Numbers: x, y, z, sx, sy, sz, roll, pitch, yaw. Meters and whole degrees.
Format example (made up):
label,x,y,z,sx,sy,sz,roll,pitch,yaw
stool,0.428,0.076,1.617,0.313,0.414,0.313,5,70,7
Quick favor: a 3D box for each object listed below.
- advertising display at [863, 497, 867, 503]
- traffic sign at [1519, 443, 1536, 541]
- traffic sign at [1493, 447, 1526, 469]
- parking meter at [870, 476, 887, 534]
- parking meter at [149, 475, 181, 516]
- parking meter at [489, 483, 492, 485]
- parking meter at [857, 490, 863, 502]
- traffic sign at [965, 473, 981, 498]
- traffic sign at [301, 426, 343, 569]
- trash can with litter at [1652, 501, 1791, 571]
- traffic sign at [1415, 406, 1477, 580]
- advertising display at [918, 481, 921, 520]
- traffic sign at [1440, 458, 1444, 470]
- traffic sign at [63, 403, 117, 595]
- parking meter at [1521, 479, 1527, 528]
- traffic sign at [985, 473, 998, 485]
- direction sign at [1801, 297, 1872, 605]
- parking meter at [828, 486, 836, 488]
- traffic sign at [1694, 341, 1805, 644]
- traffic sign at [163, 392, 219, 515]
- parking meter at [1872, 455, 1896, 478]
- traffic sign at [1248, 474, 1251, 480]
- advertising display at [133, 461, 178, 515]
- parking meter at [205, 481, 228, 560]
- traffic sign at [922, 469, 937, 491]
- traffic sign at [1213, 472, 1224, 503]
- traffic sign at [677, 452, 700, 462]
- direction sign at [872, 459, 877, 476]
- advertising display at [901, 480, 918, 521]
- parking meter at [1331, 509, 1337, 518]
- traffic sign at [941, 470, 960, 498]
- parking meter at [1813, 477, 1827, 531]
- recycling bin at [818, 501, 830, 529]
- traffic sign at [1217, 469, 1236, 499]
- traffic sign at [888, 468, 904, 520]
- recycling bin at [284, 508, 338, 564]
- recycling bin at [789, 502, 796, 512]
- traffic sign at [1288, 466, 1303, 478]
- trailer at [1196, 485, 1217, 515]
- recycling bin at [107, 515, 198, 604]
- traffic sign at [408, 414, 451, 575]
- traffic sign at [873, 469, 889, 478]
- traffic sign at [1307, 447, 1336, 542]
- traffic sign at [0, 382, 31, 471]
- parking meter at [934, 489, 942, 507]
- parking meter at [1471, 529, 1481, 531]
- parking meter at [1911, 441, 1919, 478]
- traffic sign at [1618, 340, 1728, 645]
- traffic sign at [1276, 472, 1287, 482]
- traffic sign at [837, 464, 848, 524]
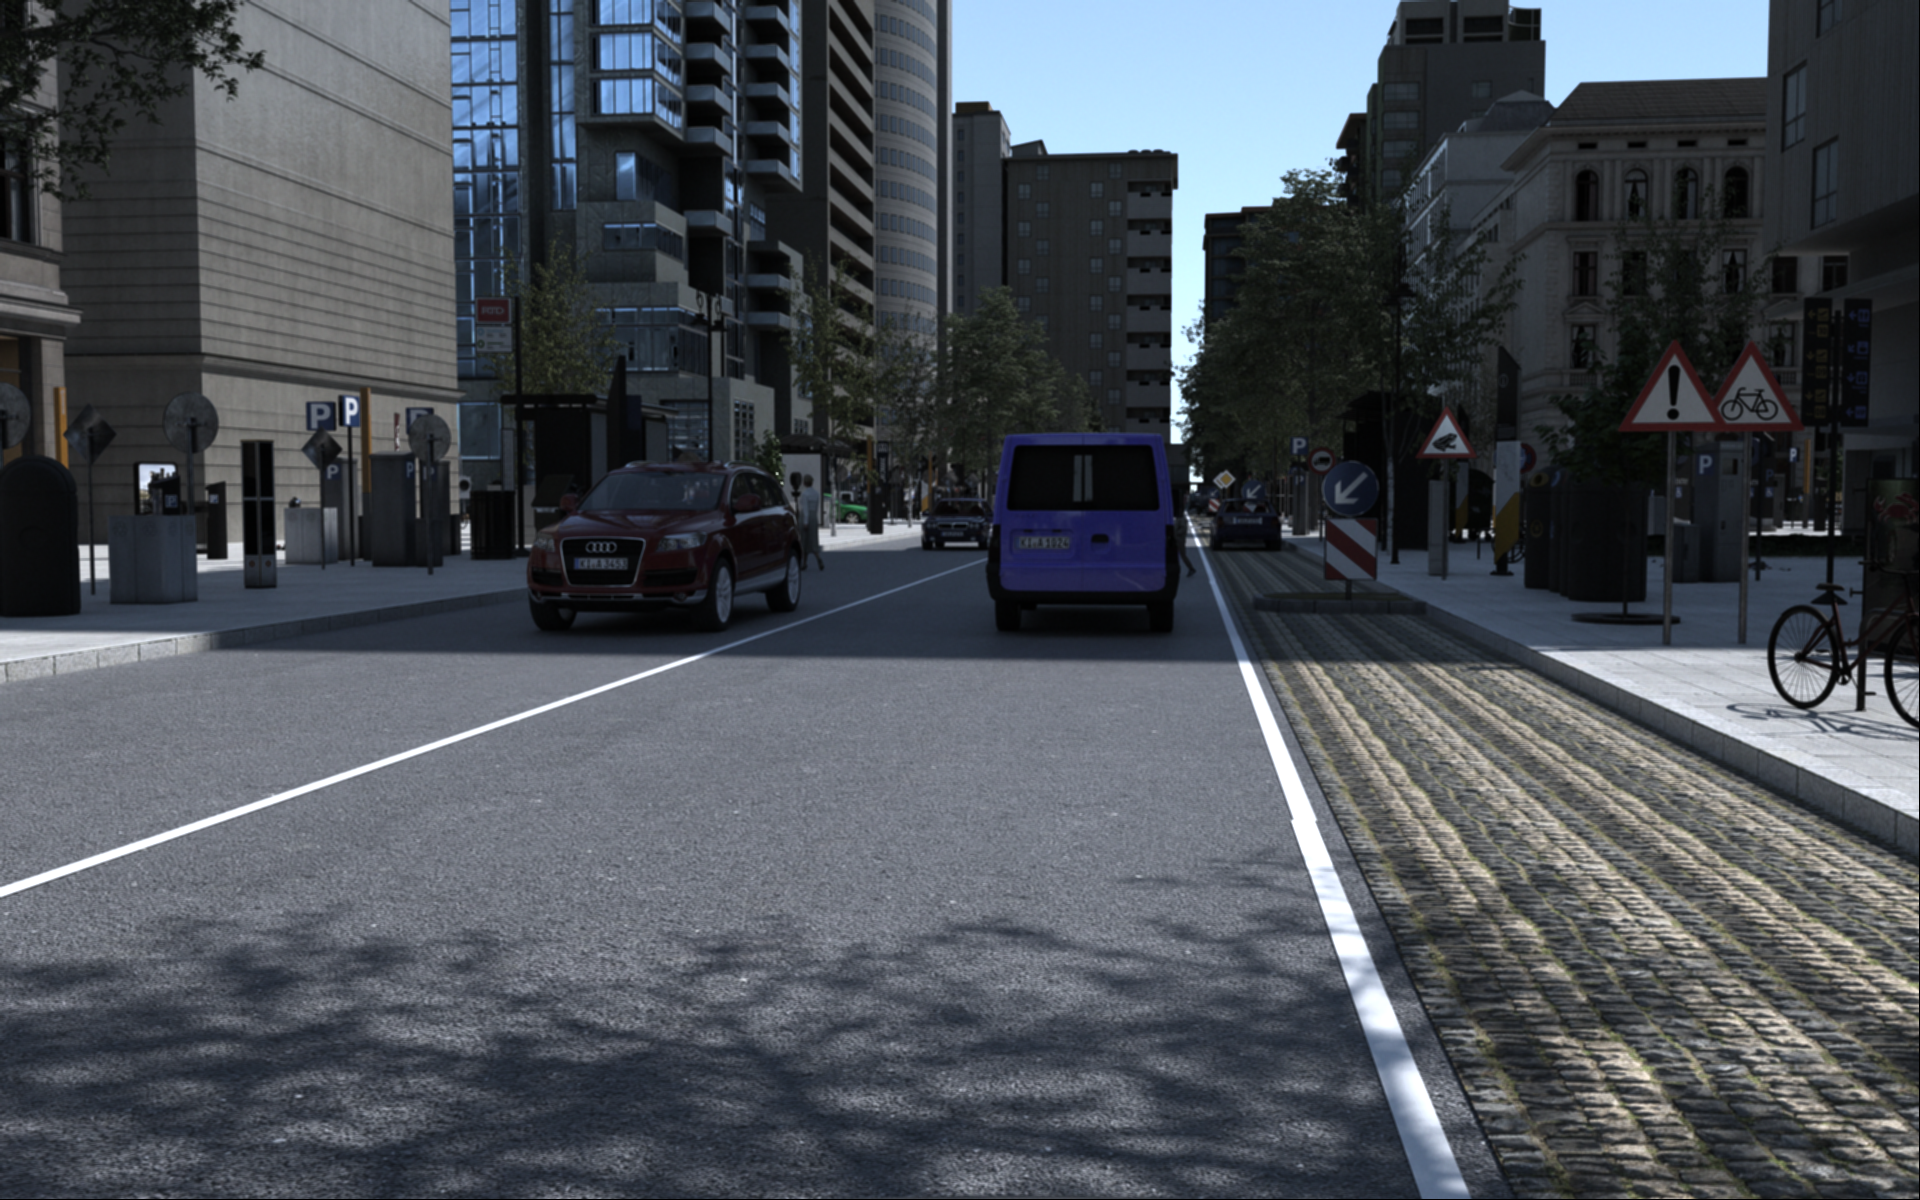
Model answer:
label,x,y,z,sx,sy,sz,roll,pitch,yaw
advertising display,-8.084,-8.528,144.652,0.974,1.923,0.123,0,4,2
traffic sign,14.043,-2.652,43.468,0.768,2.556,0.104,0,4,8
traffic sign,13.417,-2.585,42.368,0.768,2.556,0.104,1,4,12
parking meter,-2.654,-3.032,55.282,0.399,1.863,0.255,-2,4,-29
parking meter,-10.587,-0.899,23.108,0.372,1.533,0.369,0,3,0
parking meter,-24.110,-5.128,89.551,0.399,1.863,0.255,2,4,35
parking meter,-6.381,-6.256,110.688,0.372,1.533,0.369,0,3,0
traffic sign,0.601,-4.671,80.006,0.795,2.450,0.064,0,4,7
traffic sign,-10.838,-1.727,29.420,0.795,2.450,0.064,1,4,14
trash can with litter,13.333,-1.152,29.897,1.678,1.210,2.233,-1,4,-14
traffic sign,7.217,-1.575,25.750,0.884,2.594,0.081,1,4,14
advertising display,-2.086,-4.908,85.467,0.123,1.923,0.974,-1,4,-13
traffic sign,14.327,-3.195,52.339,0.768,2.556,0.104,1,4,12
traffic sign,-11.040,-1.272,21.990,0.795,2.450,0.064,1,4,14
parking meter,20.102,-3.450,62.122,0.399,1.863,0.255,1,4,22
traffic sign,1.820,-6.195,101.388,0.768,2.556,0.104,0,4,8
direction sign,10.148,-1.720,20.114,0.876,3.537,0.379,-1,4,-12
parking meter,-6.348,-4.919,86.143,0.255,1.863,0.399,-3,4,-37
traffic sign,6.712,-0.904,14.788,0.884,2.594,0.081,1,4,10
traffic sign,-9.600,-1.315,21.605,0.768,2.556,0.104,1,4,11
parking meter,13.820,-1.237,25.942,0.255,1.863,0.399,3,4,38
traffic sign,18.217,-6.567,107.480,0.768,2.556,0.104,1,4,14
advertising display,-15.981,-1.789,34.464,0.123,1.923,0.974,2,4,23
parking meter,-14.622,-1.568,34.056,0.372,1.533,0.369,0,3,0
traffic sign,-1.585,-5.416,88.657,0.768,2.556,0.104,1,4,12
traffic sign,11.853,-4.583,78.566,0.795,2.450,0.064,0,4,7
traffic sign,-8.145,-3.169,51.911,0.768,2.556,0.104,1,4,11
direction sign,-5.286,-7.274,110.933,0.876,3.537,0.379,0,4,-6
advertising display,-2.455,-4.725,82.463,0.123,1.923,0.974,2,4,34
parking meter,14.415,-3.545,66.377,0.372,1.533,0.369,0,3,0
traffic sign,-0.402,-4.186,72.084,0.795,2.450,0.064,0,4,7
parking meter,29.602,-3.295,59.590,0.255,1.863,0.399,0,4,-2
recycling bin,-5.296,-3.159,64.204,0.722,1.027,0.722,-3,5,-43
traffic sign,10.850,-4.098,70.644,0.795,2.450,0.064,0,4,7
traffic sign,-3.156,-5.246,85.773,0.884,2.594,0.081,1,4,13
recycling bin,-11.951,-1.184,31.907,0.722,1.027,0.722,0,4,3
recycling bin,-6.435,-3.075,62.833,0.722,1.027,0.722,-2,4,-32
traffic sign,15.497,-4.879,79.884,0.768,2.556,0.104,1,4,16
trailer,16.104,-6.461,112.687,1.471,1.999,3.904,0,4,5
recycling bin,-9.542,-0.485,20.487,0.722,1.027,0.722,0,4,6
traffic sign,-8.435,-1.676,27.514,0.768,2.556,0.104,1,4,16
traffic sign,-3.742,-5.013,82.073,0.768,2.556,0.104,1,4,13
traffic sign,9.749,-2.850,46.700,0.768,2.556,0.104,1,4,15
traffic sign,-10.891,-1.196,19.660,0.768,2.556,0.104,1,4,9
parking meter,-1.023,-4.392,80.212,0.372,1.533,0.369,0,3,0
parking meter,17.045,-2.986,57.235,0.372,1.533,0.369,0,3,0
parking meter,10.457,-0.797,18.736,0.255,1.863,0.399,1,4,14
traffic sign,6.020,-0.898,14.680,0.884,2.594,0.081,1,4,9
traffic sign,18.814,-6.222,101.830,0.768,2.556,0.104,1,4,12
traffic sign,-5.136,-4.496,73.614,0.768,2.556,0.104,1,4,13
